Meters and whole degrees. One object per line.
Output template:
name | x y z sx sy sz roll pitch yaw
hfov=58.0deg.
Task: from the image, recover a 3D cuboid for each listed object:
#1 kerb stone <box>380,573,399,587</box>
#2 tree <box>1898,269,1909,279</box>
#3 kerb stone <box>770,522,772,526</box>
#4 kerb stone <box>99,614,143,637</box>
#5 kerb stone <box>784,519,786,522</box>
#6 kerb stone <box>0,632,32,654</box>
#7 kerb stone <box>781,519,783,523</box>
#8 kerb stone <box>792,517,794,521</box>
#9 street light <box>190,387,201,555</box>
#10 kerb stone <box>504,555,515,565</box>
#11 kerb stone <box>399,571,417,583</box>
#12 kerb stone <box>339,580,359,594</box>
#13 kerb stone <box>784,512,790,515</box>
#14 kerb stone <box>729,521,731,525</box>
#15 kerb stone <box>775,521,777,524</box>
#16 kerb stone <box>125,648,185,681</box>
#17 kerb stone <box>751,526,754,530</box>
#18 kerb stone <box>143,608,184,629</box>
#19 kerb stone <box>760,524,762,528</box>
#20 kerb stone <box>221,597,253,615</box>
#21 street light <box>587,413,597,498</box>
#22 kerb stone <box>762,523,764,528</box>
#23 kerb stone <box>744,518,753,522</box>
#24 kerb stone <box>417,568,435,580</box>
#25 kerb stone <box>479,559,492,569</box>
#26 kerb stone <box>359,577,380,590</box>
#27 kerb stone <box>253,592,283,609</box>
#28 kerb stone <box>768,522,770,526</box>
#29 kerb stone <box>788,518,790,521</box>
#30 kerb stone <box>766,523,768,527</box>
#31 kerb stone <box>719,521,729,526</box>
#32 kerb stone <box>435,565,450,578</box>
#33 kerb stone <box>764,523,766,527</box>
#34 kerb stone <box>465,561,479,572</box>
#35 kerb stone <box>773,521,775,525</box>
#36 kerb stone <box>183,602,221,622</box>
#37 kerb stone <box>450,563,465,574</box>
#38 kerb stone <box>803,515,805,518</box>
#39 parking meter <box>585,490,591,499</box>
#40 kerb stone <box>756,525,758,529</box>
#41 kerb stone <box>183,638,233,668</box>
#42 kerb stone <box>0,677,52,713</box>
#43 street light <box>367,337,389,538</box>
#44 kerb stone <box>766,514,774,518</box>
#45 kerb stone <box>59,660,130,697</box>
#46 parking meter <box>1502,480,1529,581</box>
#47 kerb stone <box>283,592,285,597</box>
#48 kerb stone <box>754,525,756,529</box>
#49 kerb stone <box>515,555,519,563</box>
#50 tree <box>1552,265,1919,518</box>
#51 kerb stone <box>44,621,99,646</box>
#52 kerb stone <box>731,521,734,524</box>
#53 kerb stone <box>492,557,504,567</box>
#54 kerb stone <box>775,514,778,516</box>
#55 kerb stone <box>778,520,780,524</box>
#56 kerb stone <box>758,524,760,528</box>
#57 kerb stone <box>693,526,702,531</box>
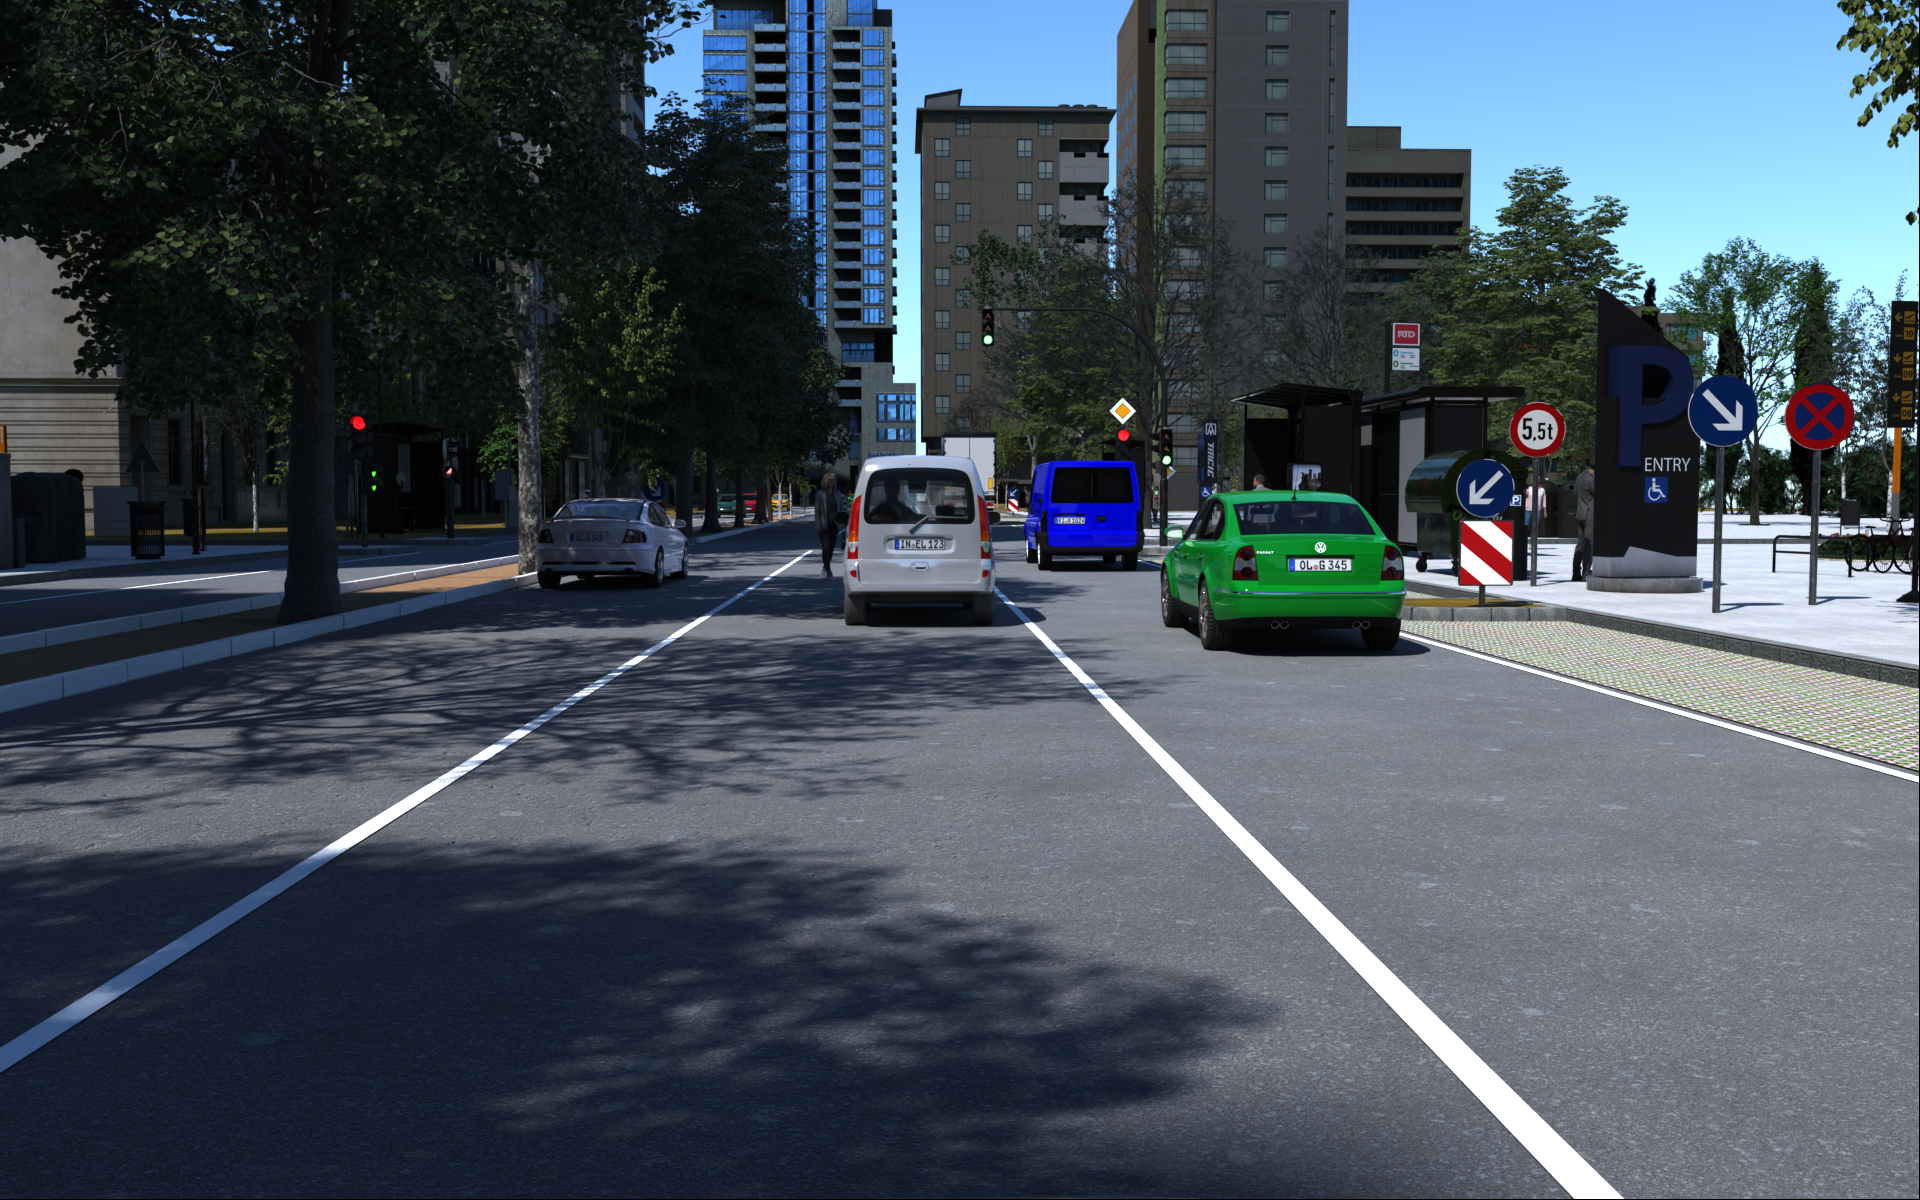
kerb stone | -8.976 -0.288 26.940 0.120 0.150 1.000 0 4 -2
tree | 31.278 -6.565 57.702 4.360 8.622 3.978 0 3 0
kerb stone | -8.559 -3.338 76.804 0.120 0.150 1.000 0 4 -2
kerb stone | -8.668 0.274 17.722 0.120 0.150 1.000 0 4 -2
kerb stone | -8.869 -3.901 86.003 0.120 0.150 1.000 0 4 -2
kerb stone | -8.588 0.405 15.677 0.120 0.150 1.000 0 4 -2
kerb stone | -8.802 -3.776 83.960 0.120 0.150 1.000 0 4 -2
kerb stone | -9.082 -4.278 92.138 0.120 0.150 1.000 0 4 -2
street light | -16.245 -3.906 36.653 0.468 5.910 1.993 0 4 -2
kerb stone | -9.248 -0.790 35.150 0.120 0.150 1.000 0 4 -2
kerb stone | -9.015 -0.353 27.968 0.120 0.150 1.000 0 4 -2
kerb stone | -8.898 -0.165 24.894 0.120 0.150 1.000 0 4 -2
kerb stone | -12.152 -6.028 120.757 0.120 0.150 1.000 0 4 -2
kerb stone | -10.756 -3.517 79.770 0.120 0.150 1.000 0 4 -2
kerb stone | -8.661 -3.527 79.869 0.120 0.150 1.000 0 4 -2
kerb stone | -6.426 0.519 13.715 0.120 0.150 1.000 0 4 -2
kerb stone | -8.248 -2.770 67.554 0.120 0.150 1.000 0 4 -2
kerb stone | -8.698 0.212 18.743 0.120 0.150 1.000 0 4 -2
kerb stone | -8.393 -3.026 71.679 0.120 0.150 1.000 0 4 -2
kerb stone | -8.767 0.086 20.795 0.120 0.150 1.000 0 4 -2
street light | -17.938 -6.860 84.952 0.468 5.910 1.993 0 4 -2
kerb stone | -8.421 -3.090 72.709 0.120 0.150 1.000 0 4 -2
kerb stone | -11.143 -4.211 91.042 0.120 0.150 1.000 0 4 -2
kerb stone | -9.039 -0.416 29.003 0.120 0.150 1.000 0 4 -2
kerb stone | -9.176 -0.667 33.103 0.120 0.150 1.000 0 4 -2
kerb stone | -8.936 -0.226 25.919 0.120 0.150 1.000 0 4 -2
kerb stone | -8.798 0.026 21.818 0.120 0.150 1.000 0 4 -2
kerb stone | -8.523 -3.277 75.778 0.120 0.150 1.000 0 4 -2
kerb stone | -8.977 -4.090 89.068 0.120 0.150 1.000 0 4 -2
kerb stone | -8.485 -3.215 74.756 0.120 0.150 1.000 0 4 -2
kerb stone | -10.725 -3.459 78.747 0.120 0.150 1.000 0 4 -2
kerb stone | -9.075 -0.476 30.024 0.120 0.150 1.000 0 4 -2
kerb stone | -8.458 -3.152 73.734 0.120 0.150 1.000 0 4 -2
kerb stone | -9.143 -0.600 32.073 0.120 0.150 1.000 0 4 -2
kerb stone | -8.634 -3.455 78.848 0.120 0.150 1.000 0 4 -2
kerb stone | -8.729 0.148 19.774 0.120 0.150 1.000 0 4 -2
kerb stone | -9.115 -0.541 31.047 0.120 0.150 1.000 0 4 -2
kerb stone | -9.428 -4.896 102.389 0.120 0.150 1.000 0 4 -2
parking meter | -20.955 -5.450 97.522 0.372 1.533 0.369 0 3 0
kerb stone | -8.321 -2.900 69.615 0.120 0.150 1.000 0 4 -2
kerb stone | -6.462 0.459 14.742 0.120 0.150 1.000 0 4 -2
kerb stone | -6.352 0.644 11.673 0.120 0.150 1.000 0 4 -2
street light | -16.711 -4.718 49.930 0.468 5.910 1.993 0 4 -2
kerb stone | -11.674 -5.151 106.420 0.120 0.150 1.000 0 4 -2
kerb stone | -6.387 0.581 12.694 0.120 0.150 1.000 0 4 -2
parking meter | 8.234 -1.057 25.700 0.372 1.533 0.369 0 3 0
kerb stone | -8.833 -0.040 22.842 0.120 0.150 1.000 0 4 -2
kerb stone | -8.279 -2.837 68.576 0.120 0.150 1.000 0 4 -2
kerb stone | -9.284 -0.851 36.175 0.120 0.150 1.000 0 4 -2
tree | 47.153 -12.652 108.680 18.604 14.587 13.155 0 4 -2
kerb stone | -8.621 0.336 16.701 0.120 0.150 1.000 0 4 -2
kerb stone | -10.792 -3.582 80.797 0.120 0.150 1.000 0 4 -2
kerb stone | -9.220 -0.728 34.129 0.120 0.150 1.000 0 4 -2
kerb stone | -11.875 -5.522 112.574 0.120 0.150 1.000 0 4 -2
kerb stone | -8.737 -3.653 81.916 0.120 0.150 1.000 0 4 -2
kerb stone | -8.352 -2.964 70.654 0.120 0.150 1.000 0 4 -2
kerb stone | -10.376 -2.832 68.497 0.120 0.150 1.000 0 4 -2
